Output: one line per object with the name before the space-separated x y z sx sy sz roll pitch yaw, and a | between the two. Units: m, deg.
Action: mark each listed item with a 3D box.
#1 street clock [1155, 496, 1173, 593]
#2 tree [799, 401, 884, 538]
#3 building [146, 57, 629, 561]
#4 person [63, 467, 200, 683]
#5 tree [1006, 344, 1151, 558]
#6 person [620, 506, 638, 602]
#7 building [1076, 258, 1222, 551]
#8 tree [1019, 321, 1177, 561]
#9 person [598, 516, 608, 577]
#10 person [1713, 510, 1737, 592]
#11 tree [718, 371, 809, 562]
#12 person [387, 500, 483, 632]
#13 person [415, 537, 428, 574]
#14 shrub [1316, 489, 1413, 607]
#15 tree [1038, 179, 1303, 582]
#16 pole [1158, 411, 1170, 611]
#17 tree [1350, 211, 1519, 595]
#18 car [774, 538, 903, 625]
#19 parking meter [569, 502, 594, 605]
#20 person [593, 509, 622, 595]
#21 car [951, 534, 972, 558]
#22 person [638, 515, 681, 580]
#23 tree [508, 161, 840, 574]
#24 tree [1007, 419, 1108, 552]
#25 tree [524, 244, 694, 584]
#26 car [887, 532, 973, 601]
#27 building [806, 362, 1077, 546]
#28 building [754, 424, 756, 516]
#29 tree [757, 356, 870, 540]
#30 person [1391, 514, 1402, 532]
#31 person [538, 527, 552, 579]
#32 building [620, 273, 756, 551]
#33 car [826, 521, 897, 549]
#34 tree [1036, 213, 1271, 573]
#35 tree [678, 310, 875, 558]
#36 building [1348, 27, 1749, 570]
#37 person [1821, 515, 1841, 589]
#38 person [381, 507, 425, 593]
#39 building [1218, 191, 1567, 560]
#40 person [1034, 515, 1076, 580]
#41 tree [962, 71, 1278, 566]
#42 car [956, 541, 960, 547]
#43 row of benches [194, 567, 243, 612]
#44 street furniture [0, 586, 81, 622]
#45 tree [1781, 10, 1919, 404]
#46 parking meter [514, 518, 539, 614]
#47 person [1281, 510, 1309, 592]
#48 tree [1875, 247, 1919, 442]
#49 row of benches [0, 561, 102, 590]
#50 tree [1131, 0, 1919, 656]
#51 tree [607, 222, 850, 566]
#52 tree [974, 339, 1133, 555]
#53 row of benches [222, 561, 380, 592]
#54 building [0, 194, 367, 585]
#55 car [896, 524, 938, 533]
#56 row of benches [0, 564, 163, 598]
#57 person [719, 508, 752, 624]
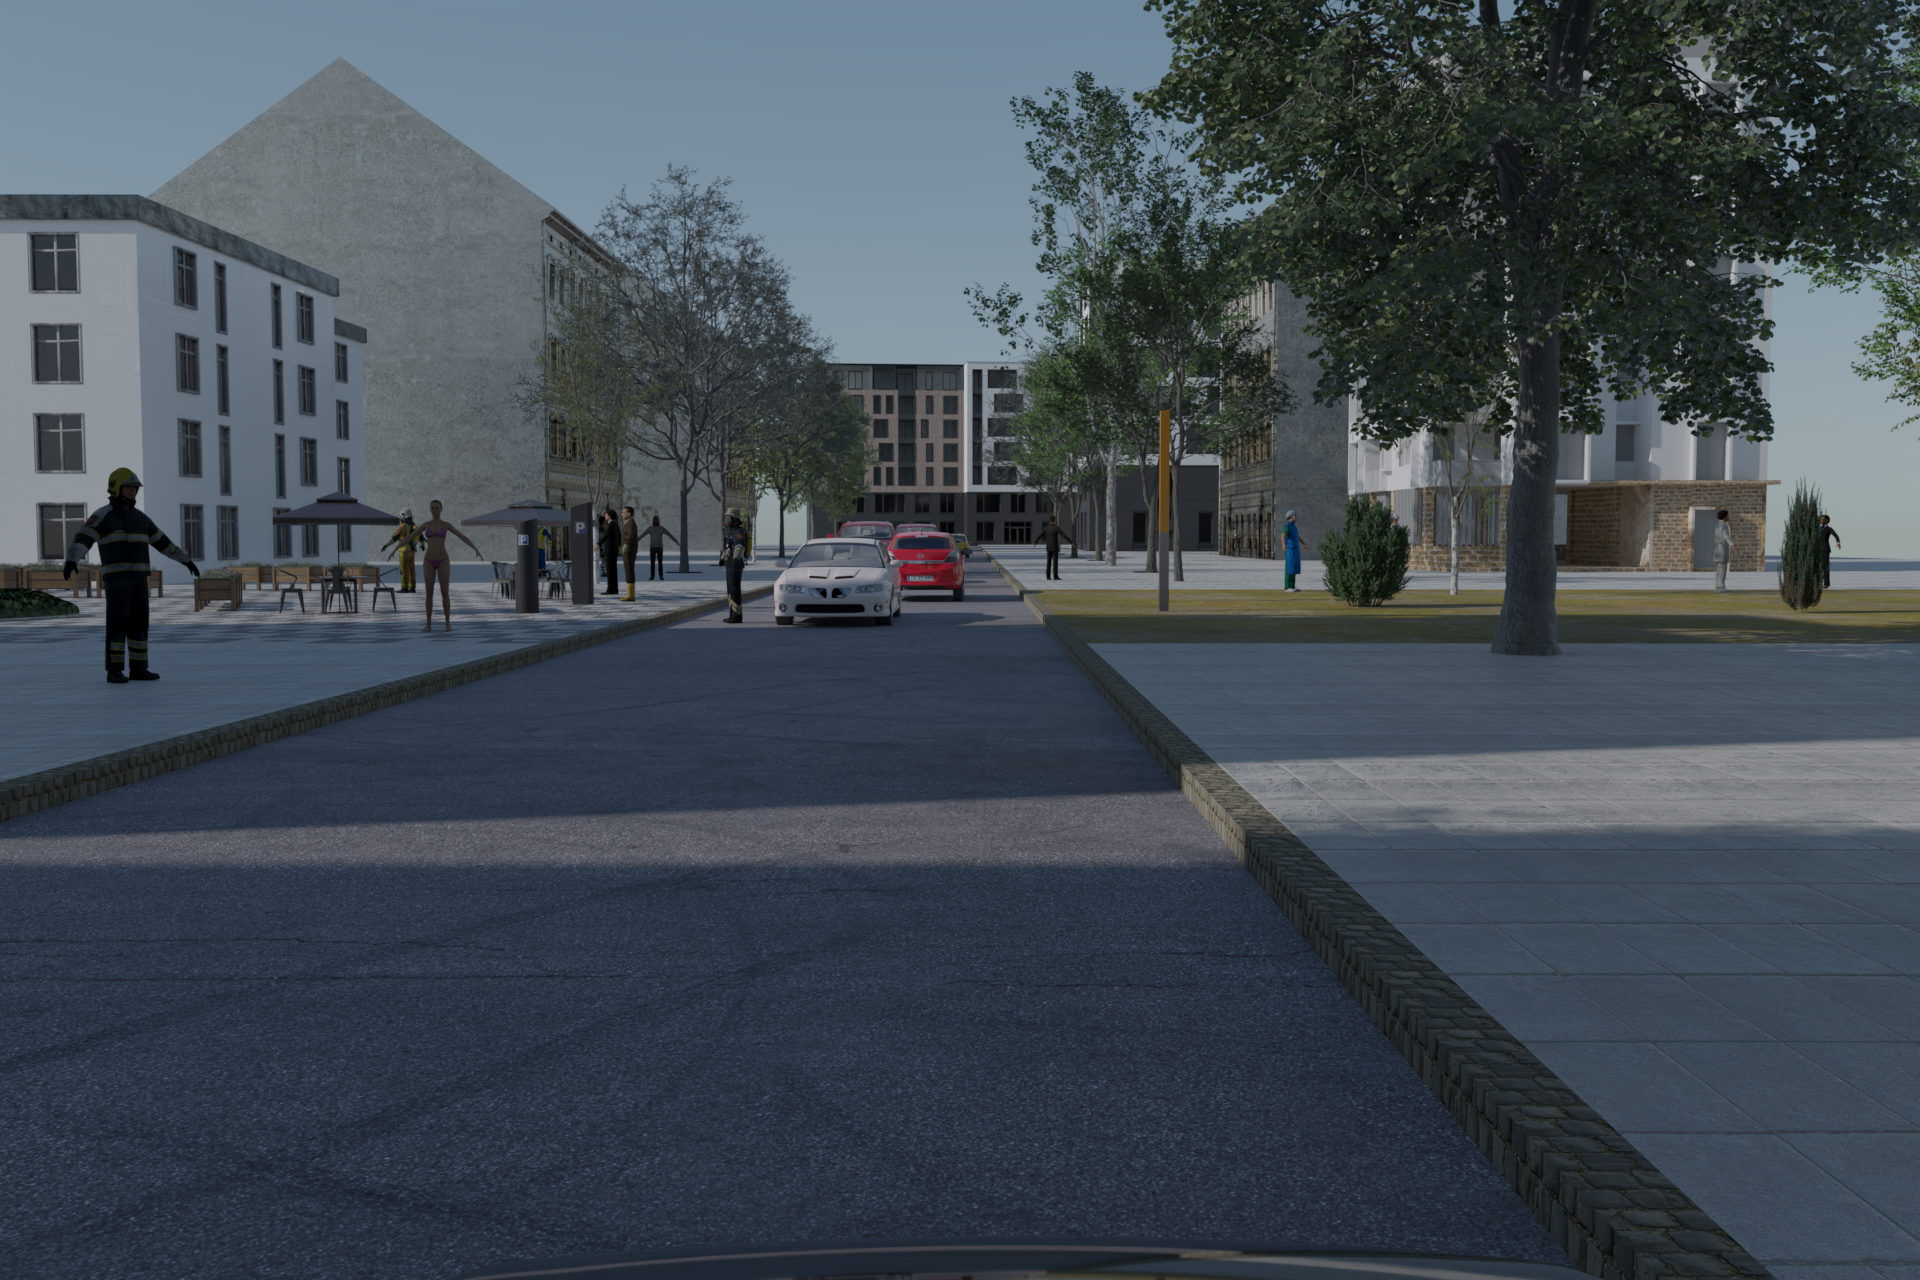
street clock | 3.877 -1.734 32.923 0.358 2.002 0.471 0 4 0
tree | -9.045 -12.253 126.093 9.928 11.665 9.643 0 3 0
building | -28.516 -15.809 89.404 19.493 23.208 18.063 0 3 0
person | -7.215 -0.566 15.017 0.704 1.858 1.351 2 4 25
tree | 6.226 -10.180 92.204 9.928 11.665 9.643 0 3 0
person | -6.325 -1.641 32.961 0.704 1.812 1.346 -1 4 -11
building | 23.573 -18.398 144.787 27.936 21.610 32.646 0 3 0
tree | 6.675 -9.586 82.489 9.928 11.665 9.643 0 3 0
person | -10.633 -2.795 51.843 0.704 1.843 1.345 0 4 -6
person | 16.927 -1.969 38.385 0.705 1.806 1.347 1 4 10
tree | -9.180 -7.827 78.342 4.737 8.622 4.395 0 3 0
person | -6.892 -0.977 22.780 1.217 1.733 0.721 -1 4 -9
person | -17.593 -2.993 55.205 1.348 1.796 0.705 0 4 -5
shrub | 7.143 -1.624 30.594 1.661 2.075 1.752 0 3 0
tree | 5.594 -6.856 46.506 7.601 10.594 8.767 -1 4 -18
pole | 3.385 -2.132 28.710 0.158 3.312 0.155 0 3 0
tree | 10.636 -5.264 36.426 4.360 8.622 3.978 0 3 0
car | -1.965 -1.003 28.756 2.083 1.381 4.827 0 4 1
parking meter | -6.878 -1.575 31.463 0.399 1.863 0.255 0 4 1
person | -7.397 -1.861 36.621 0.705 1.806 1.347 1 4 10
car | -0.284 -5.817 105.323 2.015 1.641 3.980 0 4 -1
person | -8.447 -2.572 48.175 1.348 1.813 0.705 0 4 -4
tree | -9.016 -8.946 56.630 12.009 13.543 11.850 0 3 0
tree | 7.121 -11.407 120.910 8.767 10.594 7.601 3 4 37
tree | -9.495 -5.762 44.572 4.360 8.622 3.978 0 3 0
car | -0.795 -1.794 38.368 2.155 1.783 4.494 0 4 1
building | -2.794 -22.684 217.318 32.646 21.610 27.936 0 4 -6
building | -26.397 -19.032 167.587 16.016 20.090 11.380 0 4 1
tree | -9.819 -11.783 110.777 7.486 12.596 7.792 0 3 0
person | 12.118 -2.600 48.370 1.347 1.847 0.705 -3 4 -36
person | -12.103 -2.643 49.676 1.216 1.772 0.721 3 4 36
building | -27.447 -19.121 143.554 19.493 23.208 18.063 0 4 1
car | -2.702 -2.562 50.556 2.281 1.827 5.304 0 4 0
tree | 6.282 -8.022 56.915 9.928 11.665 9.643 0 3 0
tree | -9.477 -11.138 92.478 12.009 13.543 11.850 0 3 0
building | 21.329 -13.120 70.939 16.016 20.090 11.380 0 3 0
person | 20.264 -2.083 40.784 0.721 1.740 1.216 -1 4 -18
person | -12.042 -1.950 37.652 0.705 1.858 1.354 1 4 22
building | 24.624 -16.038 93.157 19.493 23.208 18.063 0 4 0
person | 2.604 -2.578 48.382 1.346 1.802 0.704 2 4 35
tree | 6.545 -13.070 69.577 12.611 20.169 13.585 0 3 0
car | -1.065 -5.031 94.047 2.131 1.459 4.920 0 4 1
row of benches | -13.041 -0.921 30.526 1.422 0.672 4.104 -1 4 -21
street furniture | -16.318 -0.461 23.169 5.734 0.657 10.072 0 4 5
tree | 19.352 -6.508 32.158 9.928 11.665 9.643 0 3 0
parking meter | -7.015 -1.201 28.043 0.372 1.533 0.369 0 3 0
person | 7.390 -1.977 38.456 0.704 1.817 1.347 2 4 33
tree | 23.067 -5.474 39.861 4.737 8.622 4.395 0 3 0
row of benches | -20.752 -1.440 39.004 1.422 0.672 4.104 1 4 11
tree | 6.141 -6.829 18.309 9.857 13.997 8.962 0 3 0
tree | -9.613 -9.705 69.048 12.009 13.543 11.850 0 3 0
tree | 5.975 -12.132 108.729 12.009 13.543 11.850 0 3 0
row of benches | -14.821 -1.446 39.098 4.104 0.672 1.422 1 4 22
building | -24.914 -7.023 56.971 9.099 9.664 28.070 0 4 0
car | -1.597 -3.366 63.704 2.281 1.827 5.304 0 4 0
row of benches | -18.291 -1.192 34.949 4.104 0.672 1.422 0 4 -1
person | -3.658 -1.199 27.837 0.705 1.856 1.354 -1 4 -17
